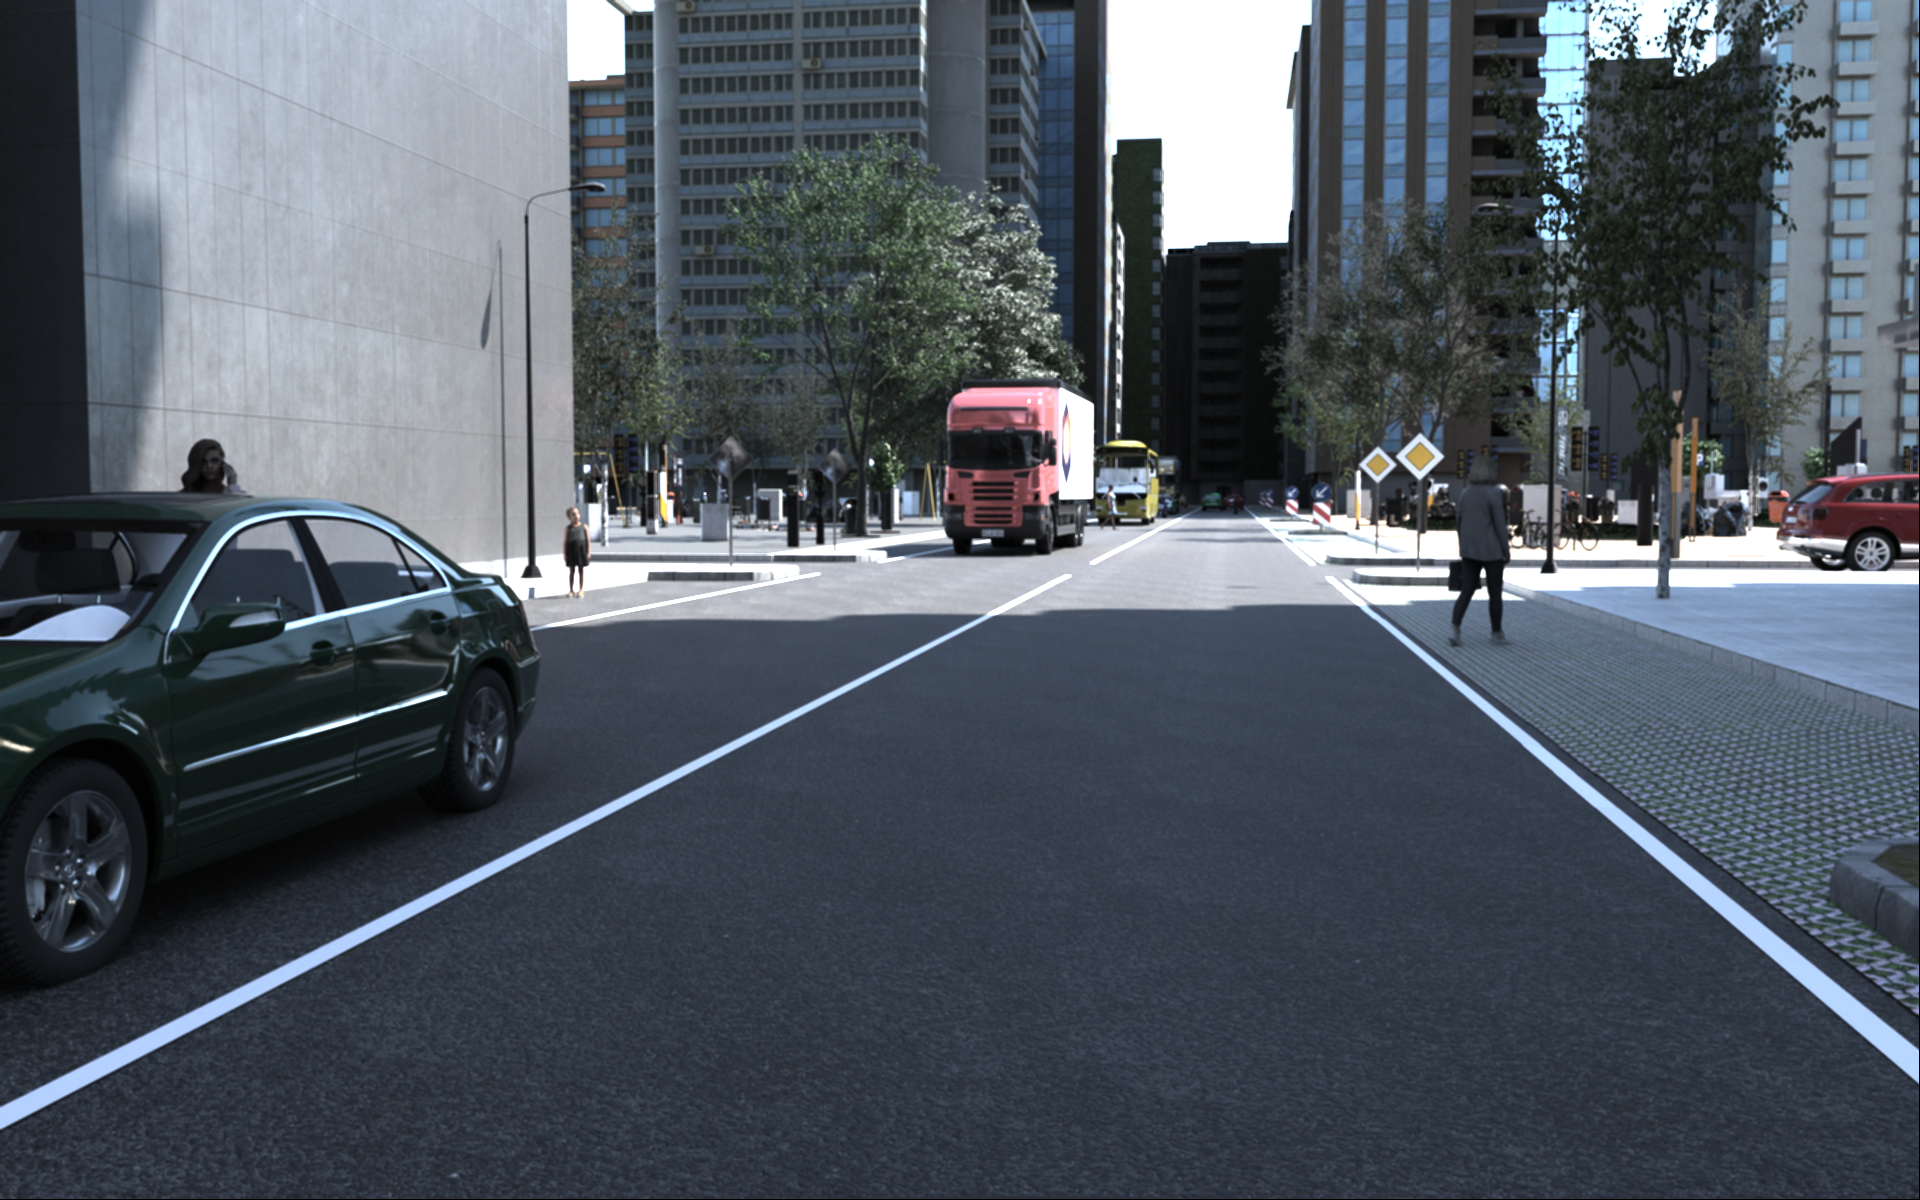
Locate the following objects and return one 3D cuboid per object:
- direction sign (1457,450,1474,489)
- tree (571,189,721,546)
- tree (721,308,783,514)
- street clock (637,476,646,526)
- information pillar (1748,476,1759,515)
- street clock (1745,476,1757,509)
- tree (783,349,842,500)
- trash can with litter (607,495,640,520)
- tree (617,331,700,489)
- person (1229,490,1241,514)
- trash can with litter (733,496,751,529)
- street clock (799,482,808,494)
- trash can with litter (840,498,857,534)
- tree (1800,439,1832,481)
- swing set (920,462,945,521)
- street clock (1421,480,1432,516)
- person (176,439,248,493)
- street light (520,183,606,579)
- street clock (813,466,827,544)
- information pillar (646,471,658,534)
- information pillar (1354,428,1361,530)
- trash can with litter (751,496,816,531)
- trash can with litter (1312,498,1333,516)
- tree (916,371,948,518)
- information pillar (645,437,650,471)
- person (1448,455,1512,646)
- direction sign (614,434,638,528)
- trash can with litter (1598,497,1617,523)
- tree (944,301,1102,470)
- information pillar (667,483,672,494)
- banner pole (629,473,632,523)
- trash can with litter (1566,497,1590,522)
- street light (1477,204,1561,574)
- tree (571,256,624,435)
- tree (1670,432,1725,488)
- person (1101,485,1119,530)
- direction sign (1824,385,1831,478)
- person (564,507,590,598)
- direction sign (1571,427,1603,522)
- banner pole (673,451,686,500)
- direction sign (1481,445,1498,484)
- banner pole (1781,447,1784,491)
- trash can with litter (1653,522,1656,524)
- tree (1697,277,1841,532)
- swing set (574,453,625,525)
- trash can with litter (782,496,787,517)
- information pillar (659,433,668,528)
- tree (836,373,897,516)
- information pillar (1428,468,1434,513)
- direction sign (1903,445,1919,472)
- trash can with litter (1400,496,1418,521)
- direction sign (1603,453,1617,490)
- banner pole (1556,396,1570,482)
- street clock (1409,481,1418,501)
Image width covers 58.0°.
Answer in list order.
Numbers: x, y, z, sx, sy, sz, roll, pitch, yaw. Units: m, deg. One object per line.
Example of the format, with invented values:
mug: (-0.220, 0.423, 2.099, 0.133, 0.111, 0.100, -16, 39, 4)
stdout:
direction sign: (25.822, -5.905, 88.544, 0.876, 3.537, 0.379, 3, 5, 44)
tree: (-8.733, -5.651, 42.759, 4.360, 8.622, 3.978, 0, 3, 0)
tree: (-9.650, -7.285, 69.466, 4.360, 8.622, 3.978, 0, 3, 0)
street clock: (-12.576, -3.930, 68.827, 0.471, 2.002, 0.358, 2, 4, 28)
information pillar: (32.720, -4.094, 71.435, 0.304, 2.012, 0.304, 3, 5, 45)
street clock: (32.330, -4.052, 70.817, 0.471, 2.002, 0.358, -2, 4, -33)
tree: (-8.091, -8.371, 87.226, 4.360, 8.622, 3.978, 0, 3, 0)
trash can with litter: (-17.237, -4.653, 87.128, 2.233, 1.210, 1.678, 1, 4, 14)
tree: (-13.960, -7.846, 78.651, 4.737, 8.622, 4.395, 0, 3, 0)
person: (19.674, -7.016, 123.927, 0.721, 1.743, 1.217, -2, 4, -32)
trash can with litter: (-7.590, -3.236, 63.967, 2.233, 1.210, 1.678, 1, 4, 16)
street clock: (-8.899, -5.737, 98.362, 0.471, 2.002, 0.358, 2, 4, 27)
trash can with litter: (-3.542, -2.667, 54.988, 0.624, 1.170, 1.055, -2, 4, -25)
tree: (51.813, -7.304, 103.128, 4.285, 4.588, 4.351, 0, 3, 0)
swing set: (-0.086, -5.263, 83.674, 3.119, 2.851, 2.862, -1, 4, -15)
street clock: (22.918, -4.928, 85.147, 0.471, 2.002, 0.358, 0, 4, 2)
person: (-4.448, -0.066, 10.162, 0.593, 1.750, 0.643, -1, 4, -14)
street light: (-5.983, -3.276, 26.110, 1.470, 5.913, 1.316, 1, 4, 9)
street clock: (-3.567, -2.425, 44.212, 0.358, 2.002, 0.471, 0, 4, 5)
information pillar: (-9.823, -3.103, 55.227, 0.304, 2.012, 0.304, 0, 4, 5)
information pillar: (14.148, -4.295, 61.581, 0.183, 3.616, 0.504, 1, 4, 22)
trash can with litter: (-5.975, -3.023, 60.481, 2.233, 1.210, 1.678, 0, 4, 2)
trash can with litter: (20.262, -5.226, 96.831, 1.055, 1.170, 0.624, 0, 4, -7)
tree: (-1.077, -8.702, 92.641, 4.360, 8.622, 3.978, 0, 3, 0)
information pillar: (-12.871, -4.900, 71.463, 0.183, 3.616, 0.504, -1, 4, -23)
person: (4.850, -0.468, 16.334, 0.728, 1.800, 0.709, -2, 4, -31)
direction sign: (-12.612, -4.495, 65.495, 0.876, 3.537, 0.379, 0, 4, 1)
trash can with litter: (27.572, -3.783, 73.236, 1.055, 1.170, 0.624, 0, 4, -5)
tree: (3.787, -11.210, 100.295, 9.611, 12.733, 9.660, 0, 3, 0)
information pillar: (-18.645, -6.508, 110.902, 0.304, 2.012, 0.304, 1, 4, 10)
banner pole: (-14.415, -5.248, 75.819, 0.401, 3.779, 0.863, 0, 4, -4)
trash can with litter: (25.426, -3.652, 71.104, 1.055, 1.170, 0.624, 2, 4, 26)
street light: (8.971, -3.381, 27.827, 1.470, 5.913, 1.316, 1, 4, 9)
tree: (-14.483, -7.483, 56.756, 7.601, 10.594, 8.767, 0, 4, 6)
tree: (37.534, -6.436, 88.946, 4.285, 4.588, 4.351, 0, 3, 0)
person: (5.986, -3.713, 69.309, 0.778, 1.811, 0.616, 1, 4, 23)
direction sign: (18.212, -2.717, 36.426, 0.379, 3.537, 0.876, 1, 4, 22)
person: (-5.309, -0.663, 24.010, 0.362, 1.253, 0.373, 0, 4, -5)
direction sign: (21.009, -4.053, 58.266, 0.876, 3.537, 0.379, 2, 4, 26)
banner pole: (-16.218, -6.795, 101.120, 0.401, 3.779, 0.863, 3, 5, 39)
direction sign: (24.499, -5.392, 80.158, 0.379, 3.537, 0.876, -3, 5, -39)
banner pole: (44.051, -6.292, 92.883, 0.401, 3.779, 0.863, 1, 4, 23)
trash can with litter: (26.770, -3.414, 66.874, 1.678, 1.210, 2.233, 2, 4, 34)
tree: (27.132, -6.630, 58.766, 4.360, 8.622, 3.978, 0, 3, 0)
swing set: (-14.847, -4.203, 66.343, 3.119, 2.851, 2.862, 1, 4, 13)
trash can with litter: (-9.619, -5.279, 97.698, 1.055, 1.170, 0.624, 1, 4, 11)
information pillar: (-11.393, -4.586, 66.336, 0.183, 3.616, 0.504, 1, 4, 12)
tree: (-5.306, -9.137, 99.754, 4.737, 8.622, 4.395, 0, 3, 0)
information pillar: (25.284, -6.244, 93.446, 0.504, 3.616, 0.183, 0, 4, 1)
direction sign: (44.436, -5.444, 81.011, 0.379, 3.537, 0.876, -1, 4, -14)
trash can with litter: (18.670, -3.708, 72.008, 1.055, 1.170, 0.624, 1, 4, 13)
direction sign: (36.038, -6.379, 96.297, 0.876, 3.537, 0.379, 0, 4, 4)
banner pole: (14.989, -3.266, 43.410, 0.401, 3.779, 0.863, -1, 4, -16)
street clock: (25.756, -5.742, 98.449, 0.471, 2.002, 0.358, -1, 4, -17)
